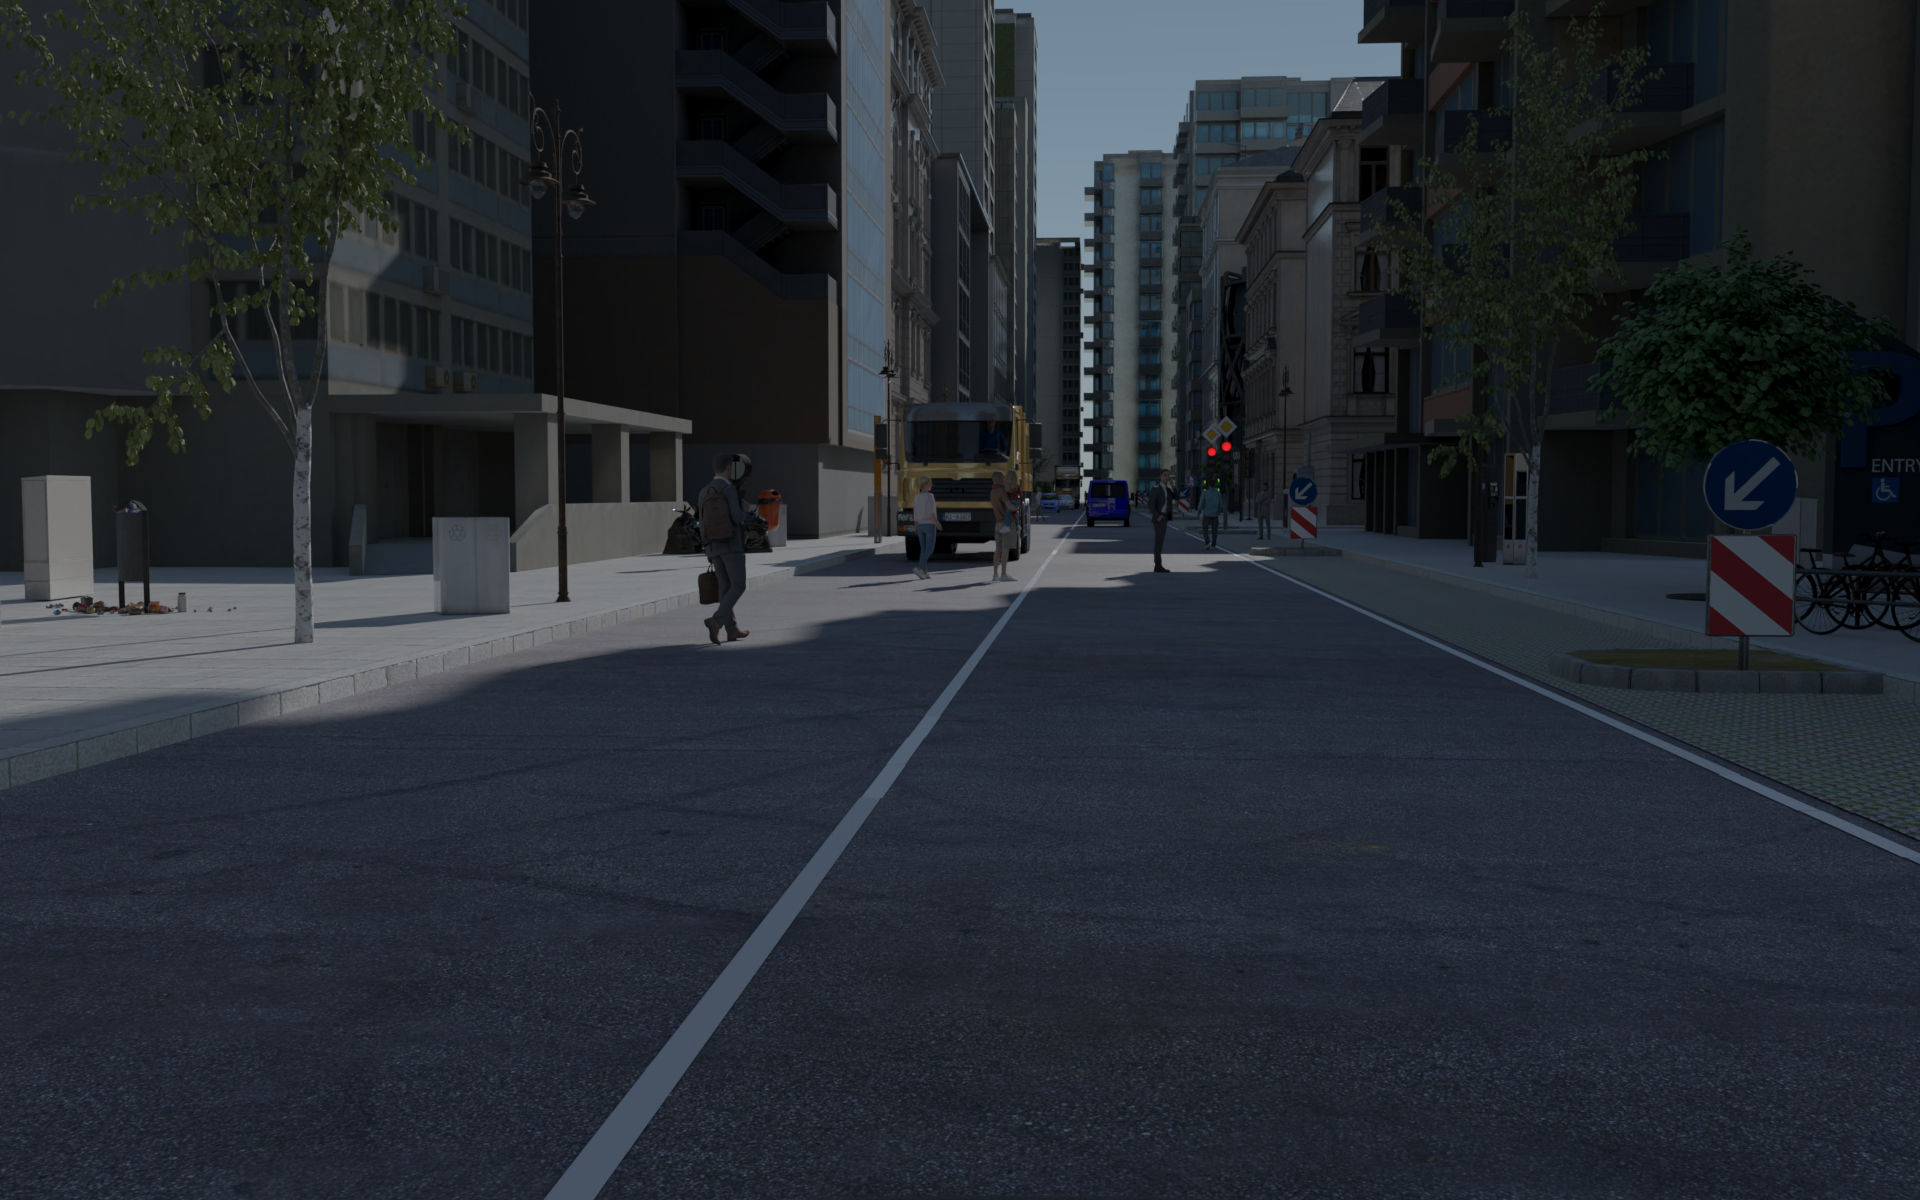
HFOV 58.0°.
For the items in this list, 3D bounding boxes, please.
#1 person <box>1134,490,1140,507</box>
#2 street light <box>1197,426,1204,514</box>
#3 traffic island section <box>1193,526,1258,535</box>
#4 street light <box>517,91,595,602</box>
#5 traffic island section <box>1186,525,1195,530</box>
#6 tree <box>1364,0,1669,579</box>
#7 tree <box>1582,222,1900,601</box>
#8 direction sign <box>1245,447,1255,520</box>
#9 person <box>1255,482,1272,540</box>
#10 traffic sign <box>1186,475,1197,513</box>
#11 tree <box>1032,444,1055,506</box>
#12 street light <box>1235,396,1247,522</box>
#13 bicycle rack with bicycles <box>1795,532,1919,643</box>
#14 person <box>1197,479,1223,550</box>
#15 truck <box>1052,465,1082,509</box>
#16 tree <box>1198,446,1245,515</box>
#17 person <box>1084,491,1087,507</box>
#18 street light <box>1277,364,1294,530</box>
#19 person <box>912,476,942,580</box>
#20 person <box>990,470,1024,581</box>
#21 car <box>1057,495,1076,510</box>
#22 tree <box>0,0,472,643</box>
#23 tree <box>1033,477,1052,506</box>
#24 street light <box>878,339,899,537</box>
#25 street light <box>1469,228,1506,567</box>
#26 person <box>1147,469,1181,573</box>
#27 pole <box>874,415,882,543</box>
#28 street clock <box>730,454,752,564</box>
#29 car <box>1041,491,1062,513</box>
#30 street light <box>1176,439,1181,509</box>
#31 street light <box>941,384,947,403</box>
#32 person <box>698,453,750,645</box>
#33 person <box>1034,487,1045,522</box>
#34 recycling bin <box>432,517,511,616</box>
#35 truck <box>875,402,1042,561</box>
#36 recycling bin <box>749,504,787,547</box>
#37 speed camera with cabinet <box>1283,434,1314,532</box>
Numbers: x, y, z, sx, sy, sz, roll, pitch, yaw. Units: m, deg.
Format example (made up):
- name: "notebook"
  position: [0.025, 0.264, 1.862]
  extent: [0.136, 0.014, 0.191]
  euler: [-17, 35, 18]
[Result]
- name: "person"
  position: [19.763, -11.358, 194.143]
  extent: [0.705, 1.831, 1.348]
  euler: [3, 5, 43]
- name: "street light"
  position: [15.635, -8.547, 112.534]
  extent: [0.468, 5.910, 1.993]
  euler: [0, 4, 5]
- name: "traffic island section"
  position: [9.569, -2.450, 62.340]
  extent: [2.009, 0.180, 2.903]
  euler: [0, 4, 5]
- name: "street light"
  position: [-4.725, -2.916, 20.457]
  extent: [0.468, 5.910, 1.993]
  euler: [0, 4, 5]
- name: "traffic island section"
  position: [10.205, -2.937, 70.300]
  extent: [2.009, 0.180, 2.903]
  euler: [0, 4, 5]
- name: "tree"
  position: [8.617, -4.647, 26.344]
  extent: [4.737, 8.622, 4.395]
  euler: [0, 3, 0]
- name: "tree"
  position: [9.387, -2.289, 21.147]
  extent: [4.285, 4.588, 4.351]
  euler: [0, 3, 0]
- name: "direction sign"
  position: [14.147, -5.662, 84.574]
  extent: [0.379, 3.537, 0.876]
  euler: [-1, 4, -20]
- name: "person"
  position: [9.481, -2.777, 54.089]
  extent: [0.511, 1.800, 0.466]
  euler: [1, 4, 18]
- name: "traffic sign"
  position: [15.604, -7.139, 116.831]
  extent: [0.768, 2.556, 0.104]
  euler: [1, 4, 12]
- name: "tree"
  position: [7.844, -14.374, 185.383]
  extent: [4.360, 8.622, 3.978]
  euler: [0, 3, 0]
- name: "street light"
  position: [13.057, -6.582, 80.409]
  extent: [0.468, 5.910, 1.993]
  euler: [0, 4, 5]
- name: "bicycle rack with bicycles"
  position: [8.546, -0.146, 15.765]
  extent: [2.852, 0.926, 2.925]
  euler: [-3, 4, -36]
- name: "person"
  position: [6.459, -2.210, 44.651]
  extent: [0.660, 1.820, 0.620]
  euler: [-1, 4, -8]
- name: "truck"
  position: [10.495, -11.008, 168.889]
  extent: [2.839, 4.237, 11.283]
  euler: [0, 4, 4]
- name: "tree"
  position: [16.343, -7.517, 106.625]
  extent: [4.285, 4.588, 4.351]
  euler: [0, 3, 0]
- name: "person"
  position: [14.267, -11.487, 196.332]
  extent: [0.705, 1.822, 1.348]
  euler: [-1, 4, -11]
- name: "street light"
  position: [11.575, -5.438, 61.701]
  extent: [0.468, 5.910, 1.993]
  euler: [0, 4, 5]
- name: "person"
  position: [-0.589, -1.218, 29.080]
  extent: [0.731, 1.740, 0.598]
  euler: [3, 4, 36]
- name: "person"
  position: [0.752, -1.225, 28.510]
  extent: [0.580, 1.828, 0.573]
  euler: [1, 4, 16]
- name: "car"
  position: [9.421, -8.820, 156.573]
  extent: [2.083, 1.381, 4.827]
  euler: [0, 4, 4]
- name: "tree"
  position: [-5.845, -3.946, 14.883]
  extent: [4.737, 8.622, 4.395]
  euler: [0, 3, 0]
- name: "tree"
  position: [8.683, -11.961, 190.160]
  extent: [1.663, 3.219, 1.824]
  euler: [0, 3, 0]
- name: "street light"
  position: [-2.131, -4.834, 51.829]
  extent: [0.468, 5.910, 1.993]
  euler: [0, 4, 5]
- name: "street light"
  position: [9.143, -3.521, 30.360]
  extent: [0.468, 5.910, 1.993]
  euler: [0, 4, 5]
- name: "person"
  position: [3.767, -1.470, 31.893]
  extent: [0.474, 1.900, 0.648]
  euler: [2, 4, 30]
- name: "pole"
  position: [-2.138, -3.132, 45.048]
  extent: [0.158, 3.312, 0.155]
  euler: [0, 3, 0]
- name: "street clock"
  position: [-4.033, -1.647, 31.499]
  extent: [0.471, 2.002, 0.358]
  euler: [2, 4, 27]
- name: "car"
  position: [6.942, -7.656, 134.761]
  extent: [1.945, 1.707, 3.694]
  euler: [0, 4, 4]
- name: "street light"
  position: [18.170, -10.477, 144.084]
  extent: [0.468, 5.910, 1.993]
  euler: [0, 4, 5]
- name: "street light"
  position: [-0.615, -6.024, 71.275]
  extent: [0.468, 5.910, 1.993]
  euler: [0, 4, 5]
- name: "person"
  position: [-2.299, -0.505, 16.713]
  extent: [0.622, 1.834, 0.822]
  euler: [2, 4, 32]
- name: "person"
  position: [4.167, -4.986, 90.253]
  extent: [0.641, 1.798, 0.478]
  euler: [3, 4, 38]
- name: "recycling bin"
  position: [-5.278, -0.376, 18.702]
  extent: [0.722, 1.027, 0.722]
  euler: [-2, 4, -23]
- name: "truck"
  position: [0.229, -2.667, 39.536]
  extent: [3.469, 3.379, 9.791]
  euler: [0, 4, 4]
- name: "recycling bin"
  position: [-4.700, -1.810, 42.140]
  extent: [0.722, 1.027, 0.722]
  euler: [2, 4, 27]
- name: "speed camera with cabinet"
  position: [11.301, -3.887, 57.893]
  extent: [0.660, 3.252, 2.038]
  euler: [0, 4, -2]
